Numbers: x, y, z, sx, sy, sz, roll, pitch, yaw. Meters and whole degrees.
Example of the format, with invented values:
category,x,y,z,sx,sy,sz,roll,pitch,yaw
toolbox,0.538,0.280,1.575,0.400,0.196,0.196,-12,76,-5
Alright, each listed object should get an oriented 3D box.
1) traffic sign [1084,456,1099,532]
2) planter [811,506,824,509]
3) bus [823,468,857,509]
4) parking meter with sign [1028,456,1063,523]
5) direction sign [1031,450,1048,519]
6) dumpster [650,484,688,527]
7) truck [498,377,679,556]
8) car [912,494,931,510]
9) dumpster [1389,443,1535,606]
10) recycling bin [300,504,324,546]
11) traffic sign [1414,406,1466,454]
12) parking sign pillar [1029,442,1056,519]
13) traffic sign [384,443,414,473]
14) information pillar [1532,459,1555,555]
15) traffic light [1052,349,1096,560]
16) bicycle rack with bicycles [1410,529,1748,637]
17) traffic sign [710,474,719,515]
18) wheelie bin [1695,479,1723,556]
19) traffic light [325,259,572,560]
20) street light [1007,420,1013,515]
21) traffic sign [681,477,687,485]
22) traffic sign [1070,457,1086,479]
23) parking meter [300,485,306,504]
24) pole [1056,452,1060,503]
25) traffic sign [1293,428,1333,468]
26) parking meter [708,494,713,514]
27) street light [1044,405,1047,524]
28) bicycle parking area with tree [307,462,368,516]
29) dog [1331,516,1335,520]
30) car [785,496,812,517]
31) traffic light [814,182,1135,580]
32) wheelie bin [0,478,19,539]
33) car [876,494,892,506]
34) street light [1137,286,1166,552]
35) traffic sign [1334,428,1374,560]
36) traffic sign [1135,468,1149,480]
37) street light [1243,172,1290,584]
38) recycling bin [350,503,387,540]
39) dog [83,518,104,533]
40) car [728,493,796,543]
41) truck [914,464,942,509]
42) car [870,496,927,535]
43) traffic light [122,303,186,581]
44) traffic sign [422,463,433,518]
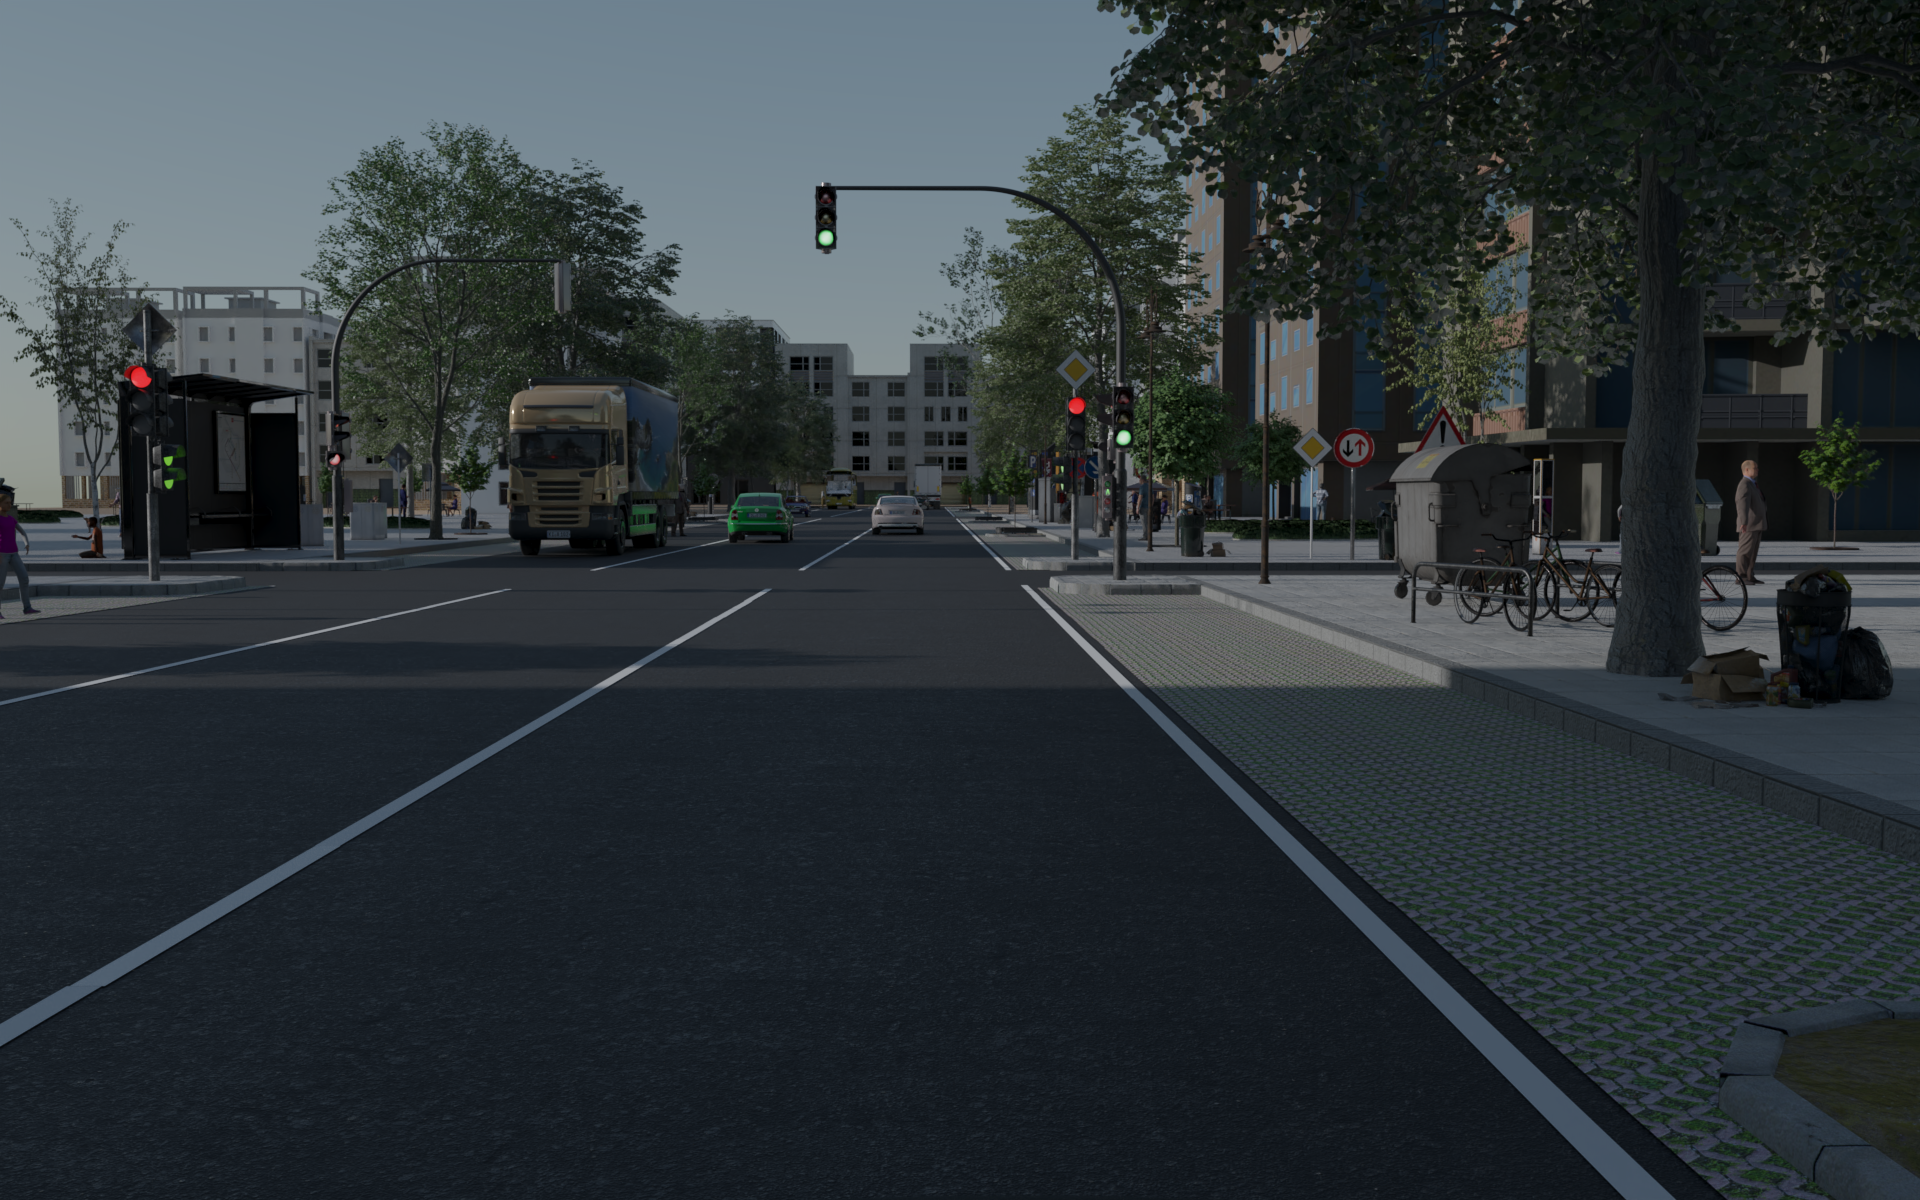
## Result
category,x,y,z,sx,sy,sz,roll,pitch,yaw
traffic sign,4.535,-3.531,57.843,0.768,2.556,0.104,0,4,1
planter,-13.864,-8.672,162.933,1.991,0.319,1.994,0,4,-1
bus,-11.253,-10.584,164.598,2.896,3.916,12.252,0,4,-1
parking meter with sign,3.923,-5.001,78.024,1.738,3.016,0.543,3,4,38
direction sign,4.061,-5.913,88.667,0.876,3.537,0.379,1,4,10
dumpster,-12.503,-3.988,73.416,1.865,1.857,1.264,0,4,-1
truck,-9.121,-3.355,43.773,2.839,4.237,11.283,0,4,-1
car,-3.603,-8.854,154.542,2.009,1.686,4.222,0,4,1
dumpster,5.932,-0.902,20.501,1.264,1.857,1.865,0,4,-1
recycling bin,-16.149,-1.851,42.819,0.722,1.027,0.722,-2,4,-25
traffic sign,7.109,-1.564,25.582,0.884,2.594,0.081,0,4,1
parking sign pillar,4.330,-6.225,90.243,1.447,3.967,1.447,-2,4,-32
traffic sign,-14.426,-2.740,44.527,0.795,2.593,0.064,0,4,6
information pillar,12.231,-1.947,36.323,0.304,2.012,0.304,-1,4,-12
traffic light,2.228,-2.741,33.742,0.839,4.253,0.868,0,4,-1
bicycle rack with bicycles,5.717,-0.216,16.907,2.852,0.926,2.925,-1,4,-20
traffic sign,-15.291,-6.552,107.227,0.768,2.556,0.104,0,4,2
wheelie bin,15.338,-1.717,35.973,0.980,1.594,0.693,-2,4,-34
traffic light,-9.941,-3.602,33.563,4.771,5.953,1.251,0,4,-1
street light,3.091,-8.271,108.022,0.468,5.910,1.993,0,4,-1
traffic sign,-16.696,-6.238,104.126,0.606,2.300,0.079,0,4,4
traffic sign,3.984,-3.621,59.302,0.768,2.556,0.104,0,4,3
parking meter,-17.116,-2.226,44.814,0.372,1.533,0.369,0,3,0
pole,4.774,-5.528,84.219,0.158,3.312,0.155,0,3,0
traffic sign,7.021,-2.122,34.434,0.795,2.593,0.064,0,4,2
parking meter,-15.714,-6.162,109.151,0.372,1.533,0.369,0,3,0
street light,3.647,-6.175,73.757,0.468,5.910,1.993,0,4,-1
bicycle parking area with tree,-38.293,-6.929,100.290,8.231,4.147,9.016,-2,4,-25
dog,14.994,-3.135,68.995,0.748,0.427,0.550,-1,4,-13
car,-10.157,-5.798,107.375,1.945,1.354,3.894,0,4,-3
traffic light,0.269,-3.114,25.583,4.771,5.953,1.251,0,4,-1
wheelie bin,-18.598,-1.558,33.382,0.980,1.594,0.693,2,4,32
car,-7.529,-10.111,174.103,1.959,1.807,4.718,0,3,0
street light,4.252,-4.024,38.573,0.468,5.910,1.993,0,4,-1
traffic sign,7.604,-2.042,33.500,0.768,2.556,0.104,0,4,6
traffic sign,6.907,-3.950,64.690,0.768,2.556,0.104,0,4,6
street light,4.351,-3.166,24.559,0.468,5.910,1.993,0,4,-1
recycling bin,-17.098,-2.299,50.145,0.722,1.027,0.722,2,4,32
dog,-28.673,-2.478,57.342,0.540,0.507,0.406,-3,5,-45
car,-5.979,-2.661,52.297,1.959,1.807,4.718,0,4,-3
truck,-3.067,-10.832,166.012,2.839,4.237,11.283,0,4,-1
car,-2.236,-3.075,62.631,2.083,1.381,4.827,0,4,-2
traffic light,-11.900,-2.238,25.509,0.839,4.253,0.868,0,4,-1
traffic sign,-17.566,-3.385,57.477,0.606,2.300,0.079,0,4,8
